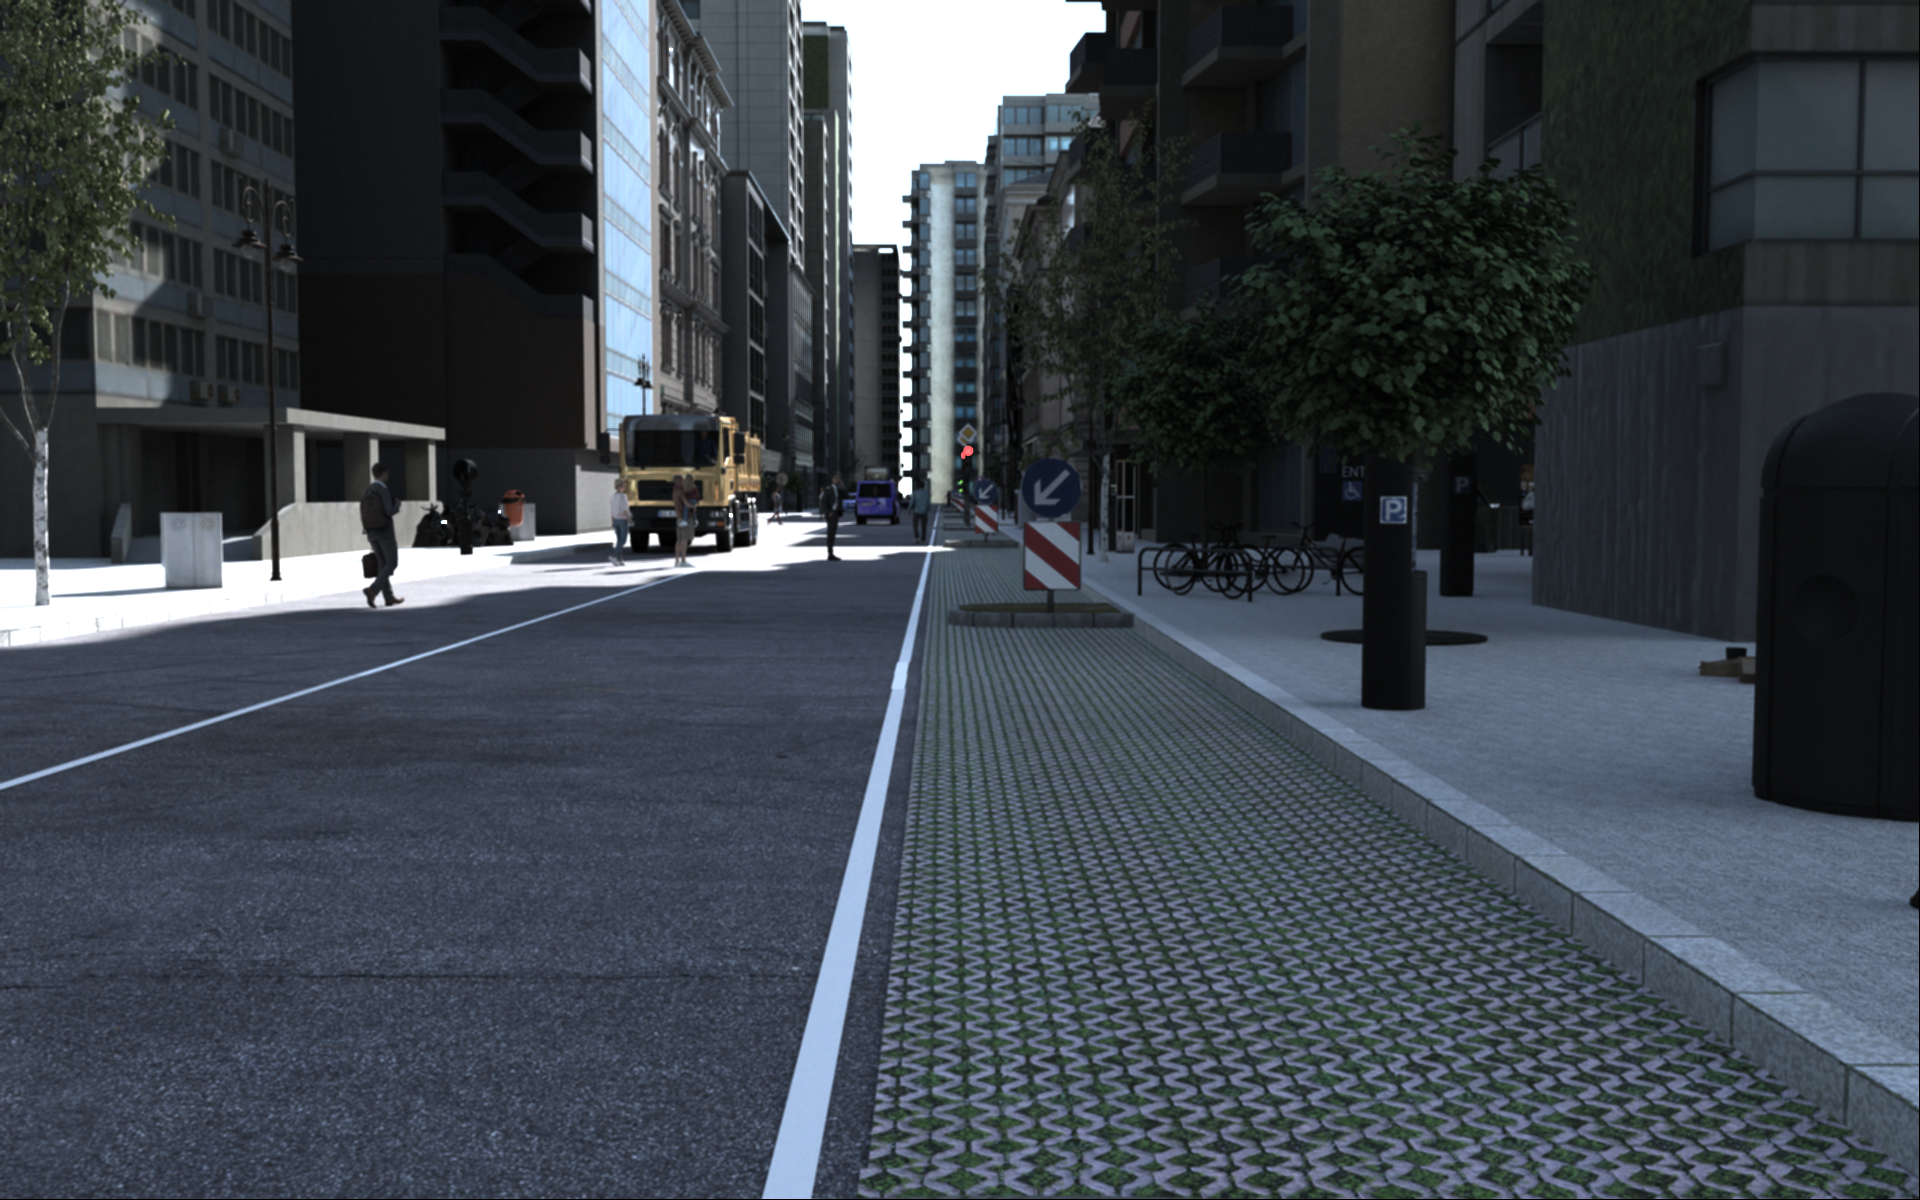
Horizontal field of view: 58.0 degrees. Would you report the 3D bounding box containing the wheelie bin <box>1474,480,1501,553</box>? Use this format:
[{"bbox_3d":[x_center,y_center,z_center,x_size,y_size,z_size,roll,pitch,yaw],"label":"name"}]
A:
[{"bbox_3d":[11.353,-1.832,37.856,0.693,1.594,0.980,3,5,39],"label":"wheelie bin"}]

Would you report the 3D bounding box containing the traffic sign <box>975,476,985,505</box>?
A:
[{"bbox_3d":[1.449,-7.536,123.324,0.768,2.556,0.104,0,4,6],"label":"traffic sign"}]

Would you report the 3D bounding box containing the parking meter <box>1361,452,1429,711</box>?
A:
[{"bbox_3d":[2.611,-0.121,10.396,0.372,1.533,0.369,0,3,0],"label":"parking meter"}]

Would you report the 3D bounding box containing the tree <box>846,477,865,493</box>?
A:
[{"bbox_3d":[-12.037,-12.302,195.738,1.663,3.219,1.824,0,3,0],"label":"tree"}]

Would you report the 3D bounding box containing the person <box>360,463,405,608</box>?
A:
[{"bbox_3d":[-7.380,-0.828,22.007,0.622,1.834,0.822,2,4,27],"label":"person"}]

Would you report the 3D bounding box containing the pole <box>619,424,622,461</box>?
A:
[{"bbox_3d":[-9.771,-3.449,50.242,0.158,3.312,0.155,0,3,0],"label":"pole"}]

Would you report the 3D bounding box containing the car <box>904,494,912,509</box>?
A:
[{"bbox_3d":[-4.689,-9.983,172.259,2.155,1.783,4.494,0,4,0],"label":"car"}]

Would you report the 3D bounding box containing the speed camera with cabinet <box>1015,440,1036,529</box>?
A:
[{"bbox_3d":[2.459,-4.275,64.238,0.660,3.252,2.038,0,4,-8],"label":"speed camera with cabinet"}]

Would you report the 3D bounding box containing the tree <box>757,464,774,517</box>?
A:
[{"bbox_3d":[-11.324,-6.165,95.398,1.663,3.219,1.824,0,3,0],"label":"tree"}]

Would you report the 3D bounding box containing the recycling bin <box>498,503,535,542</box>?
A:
[{"bbox_3d":[-12.056,-2.114,47.116,0.722,1.027,0.722,1,4,21],"label":"recycling bin"}]

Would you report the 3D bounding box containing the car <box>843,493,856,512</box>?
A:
[{"bbox_3d":[-8.786,-8.001,140.407,1.945,1.707,3.694,0,4,-1],"label":"car"}]

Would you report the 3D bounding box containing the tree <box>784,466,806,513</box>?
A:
[{"bbox_3d":[-11.334,-7.641,119.533,1.663,3.219,1.824,0,3,0],"label":"tree"}]

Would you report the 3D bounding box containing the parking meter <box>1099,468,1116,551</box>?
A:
[{"bbox_3d":[3.343,-2.029,38.891,0.255,1.863,0.399,-2,4,-35],"label":"parking meter"}]

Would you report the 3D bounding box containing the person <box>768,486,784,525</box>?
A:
[{"bbox_3d":[-8.553,-4.386,80.307,0.778,1.811,0.616,0,4,3],"label":"person"}]

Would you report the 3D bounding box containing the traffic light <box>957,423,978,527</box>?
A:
[{"bbox_3d":[0.304,-4.861,68.398,0.839,4.253,0.868,0,4,-1],"label":"traffic light"}]

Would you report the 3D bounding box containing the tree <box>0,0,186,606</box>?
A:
[{"bbox_3d":[-10.766,-4.251,19.866,4.737,8.622,4.395,0,3,0],"label":"tree"}]

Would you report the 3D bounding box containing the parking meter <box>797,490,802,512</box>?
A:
[{"bbox_3d":[-11.527,-7.255,124.333,0.255,1.863,0.399,2,4,35],"label":"parking meter"}]

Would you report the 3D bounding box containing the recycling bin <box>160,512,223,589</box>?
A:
[{"bbox_3d":[-10.524,-0.683,23.721,0.722,1.027,0.722,-2,4,-28],"label":"recycling bin"}]

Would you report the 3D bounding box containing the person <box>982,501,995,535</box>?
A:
[{"bbox_3d":[0.993,-3.156,60.287,0.511,1.800,0.466,1,4,13],"label":"person"}]

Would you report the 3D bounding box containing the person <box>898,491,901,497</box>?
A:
[{"bbox_3d":[-7.026,-11.858,202.385,0.705,1.822,1.348,-1,4,-17],"label":"person"}]

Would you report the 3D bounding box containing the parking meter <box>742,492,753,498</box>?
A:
[{"bbox_3d":[-10.491,-4.685,85.014,0.372,1.533,0.369,0,3,0],"label":"parking meter"}]

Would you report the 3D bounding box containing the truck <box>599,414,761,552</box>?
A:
[{"bbox_3d":[-6.917,-2.999,44.964,3.469,3.379,9.791,0,4,-1],"label":"truck"}]

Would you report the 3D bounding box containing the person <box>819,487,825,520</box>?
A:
[{"bbox_3d":[-7.550,-5.327,95.829,0.641,1.798,0.478,2,4,33],"label":"person"}]

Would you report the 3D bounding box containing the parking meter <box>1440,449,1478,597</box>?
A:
[{"bbox_3d":[6.257,-0.979,21.725,0.399,1.863,0.255,0,4,-5],"label":"parking meter"}]

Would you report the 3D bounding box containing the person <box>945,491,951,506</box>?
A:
[{"bbox_3d":[-1.356,-11.759,200.697,0.705,1.831,1.348,3,4,38],"label":"person"}]

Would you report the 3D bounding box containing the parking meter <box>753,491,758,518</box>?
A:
[{"bbox_3d":[-10.735,-5.006,90.251,0.372,1.533,0.369,0,3,0],"label":"parking meter"}]

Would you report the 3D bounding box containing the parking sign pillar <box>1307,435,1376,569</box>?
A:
[{"bbox_3d":[6.846,-2.561,30.338,1.447,3.967,1.447,0,4,4],"label":"parking sign pillar"}]

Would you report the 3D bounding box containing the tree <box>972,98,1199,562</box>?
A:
[{"bbox_3d":[2.607,-5.028,32.576,4.737,8.622,4.395,0,3,0],"label":"tree"}]

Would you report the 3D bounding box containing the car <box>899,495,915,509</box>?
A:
[{"bbox_3d":[-5.042,-9.165,162.435,1.945,1.354,3.894,0,4,0],"label":"car"}]

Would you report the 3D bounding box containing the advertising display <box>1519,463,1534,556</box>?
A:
[{"bbox_3d":[11.902,-1.865,35.712,0.123,1.923,0.974,-1,4,-22],"label":"advertising display"}]

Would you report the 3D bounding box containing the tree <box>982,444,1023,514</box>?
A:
[{"bbox_3d":[3.097,-7.921,113.225,4.285,4.588,4.351,0,3,0],"label":"tree"}]

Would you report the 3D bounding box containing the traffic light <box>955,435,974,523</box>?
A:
[{"bbox_3d":[0.221,-5.349,76.383,0.839,4.253,0.868,0,4,-1],"label":"traffic light"}]

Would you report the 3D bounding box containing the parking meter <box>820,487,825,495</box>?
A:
[{"bbox_3d":[-10.932,-8.081,137.840,0.255,1.863,0.399,1,4,14],"label":"parking meter"}]

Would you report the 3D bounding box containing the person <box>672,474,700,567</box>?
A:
[{"bbox_3d":[-5.401,-1.563,34.029,0.580,1.828,0.573,1,4,11],"label":"person"}]

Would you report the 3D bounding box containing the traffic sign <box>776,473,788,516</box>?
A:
[{"bbox_3d":[-10.570,-6.275,102.704,0.768,2.556,0.104,0,4,8],"label":"traffic sign"}]

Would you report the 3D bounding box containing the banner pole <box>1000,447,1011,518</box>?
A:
[{"bbox_3d":[2.473,-6.268,92.493,0.863,3.779,0.401,3,4,36],"label":"banner pole"}]

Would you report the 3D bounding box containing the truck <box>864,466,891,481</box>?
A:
[{"bbox_3d":[-8.323,-11.364,174.715,2.839,4.237,11.283,0,4,-1],"label":"truck"}]

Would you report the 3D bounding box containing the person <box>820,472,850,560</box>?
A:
[{"bbox_3d":[-2.703,-1.823,37.669,0.474,1.900,0.648,2,4,24],"label":"person"}]

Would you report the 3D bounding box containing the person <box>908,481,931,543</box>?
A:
[{"bbox_3d":[-1.168,-2.575,50.616,0.660,1.820,0.620,-1,4,-13],"label":"person"}]

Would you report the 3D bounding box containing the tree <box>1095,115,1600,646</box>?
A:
[{"bbox_3d":[3.862,-1.923,15.161,4.285,4.588,4.351,0,3,0],"label":"tree"}]

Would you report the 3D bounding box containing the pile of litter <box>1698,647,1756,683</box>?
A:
[{"bbox_3d":[5.841,0.132,11.800,1.176,0.858,1.719,-1,4,-12],"label":"pile of litter"}]

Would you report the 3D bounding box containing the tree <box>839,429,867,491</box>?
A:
[{"bbox_3d":[-12.459,-14.712,190.904,4.360,8.622,3.978,0,3,0],"label":"tree"}]

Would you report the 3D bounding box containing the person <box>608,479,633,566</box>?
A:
[{"bbox_3d":[-6.788,-1.548,34.477,0.731,1.740,0.598,2,4,31],"label":"person"}]
